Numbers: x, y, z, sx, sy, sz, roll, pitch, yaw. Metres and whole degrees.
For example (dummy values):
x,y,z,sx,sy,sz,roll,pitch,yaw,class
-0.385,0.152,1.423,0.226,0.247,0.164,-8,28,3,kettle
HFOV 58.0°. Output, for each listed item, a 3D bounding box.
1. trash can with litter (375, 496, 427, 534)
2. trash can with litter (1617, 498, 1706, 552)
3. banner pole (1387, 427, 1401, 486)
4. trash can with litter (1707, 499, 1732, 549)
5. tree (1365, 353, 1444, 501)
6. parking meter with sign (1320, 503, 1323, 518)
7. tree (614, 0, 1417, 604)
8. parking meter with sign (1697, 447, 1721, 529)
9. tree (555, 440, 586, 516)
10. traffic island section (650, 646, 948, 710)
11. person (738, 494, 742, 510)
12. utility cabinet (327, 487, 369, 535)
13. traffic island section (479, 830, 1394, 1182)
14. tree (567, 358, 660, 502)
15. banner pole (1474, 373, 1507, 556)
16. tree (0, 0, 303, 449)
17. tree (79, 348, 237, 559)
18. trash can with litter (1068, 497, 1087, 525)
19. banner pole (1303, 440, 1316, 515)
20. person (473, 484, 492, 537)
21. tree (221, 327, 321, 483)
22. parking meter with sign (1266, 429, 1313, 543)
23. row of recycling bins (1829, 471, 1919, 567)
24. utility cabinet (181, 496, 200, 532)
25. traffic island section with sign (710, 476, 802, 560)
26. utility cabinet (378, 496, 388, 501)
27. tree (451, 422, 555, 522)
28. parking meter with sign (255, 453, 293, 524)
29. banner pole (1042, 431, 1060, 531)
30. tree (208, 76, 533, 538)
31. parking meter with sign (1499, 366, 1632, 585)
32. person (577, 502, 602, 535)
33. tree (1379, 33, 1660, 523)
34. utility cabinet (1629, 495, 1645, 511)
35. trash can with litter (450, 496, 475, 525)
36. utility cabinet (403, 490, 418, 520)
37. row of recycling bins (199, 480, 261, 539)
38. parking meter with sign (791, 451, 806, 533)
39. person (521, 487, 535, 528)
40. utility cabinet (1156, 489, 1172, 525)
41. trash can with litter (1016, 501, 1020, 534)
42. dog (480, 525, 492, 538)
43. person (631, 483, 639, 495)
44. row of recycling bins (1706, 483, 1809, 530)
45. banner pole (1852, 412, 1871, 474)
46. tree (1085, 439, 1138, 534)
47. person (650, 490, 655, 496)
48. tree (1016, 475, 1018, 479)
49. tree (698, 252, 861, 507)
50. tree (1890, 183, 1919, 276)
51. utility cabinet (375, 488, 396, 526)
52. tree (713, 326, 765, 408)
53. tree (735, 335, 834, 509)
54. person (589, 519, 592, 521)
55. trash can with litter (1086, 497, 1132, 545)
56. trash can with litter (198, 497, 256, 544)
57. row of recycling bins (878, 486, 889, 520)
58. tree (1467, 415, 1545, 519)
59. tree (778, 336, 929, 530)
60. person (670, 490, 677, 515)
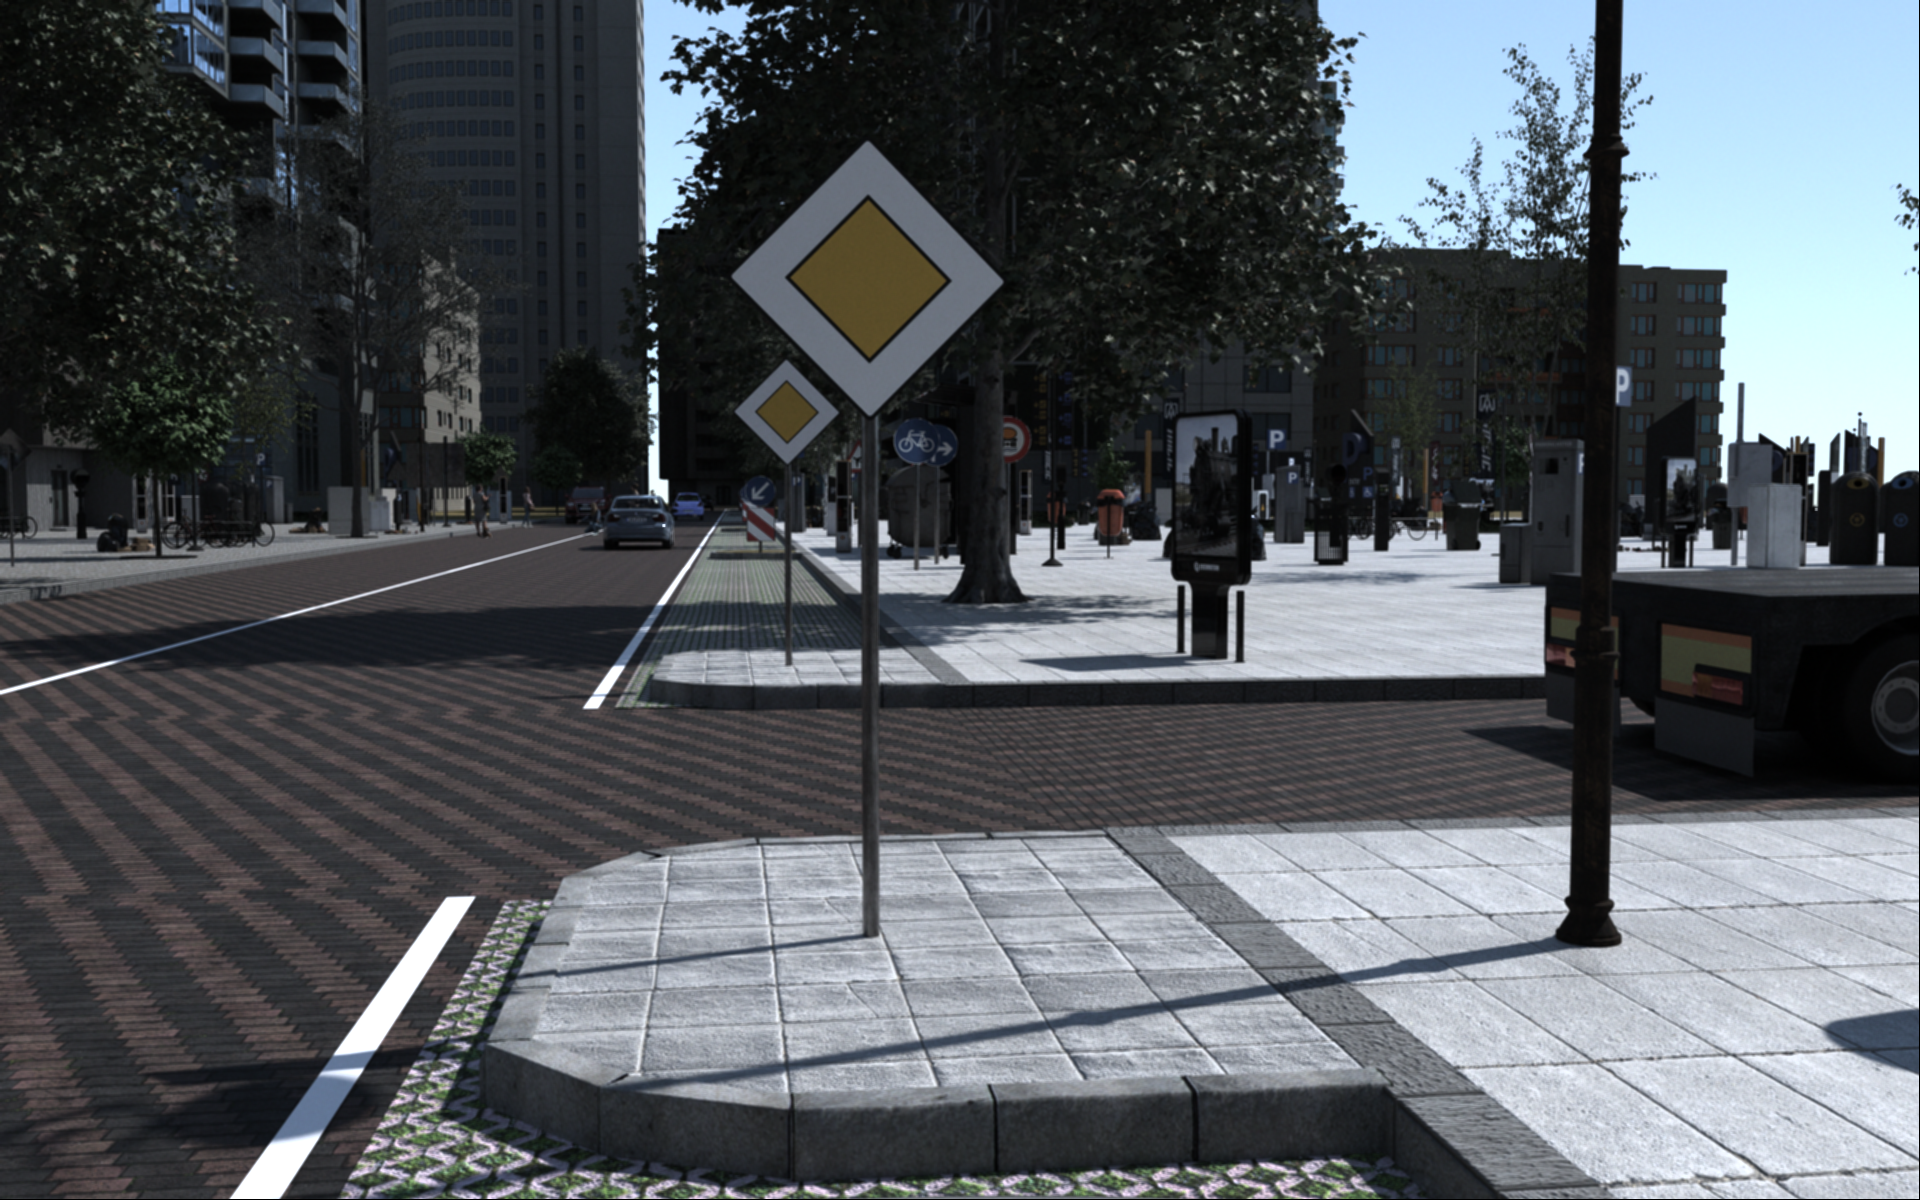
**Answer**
x,y,z,sx,sy,sz,roll,pitch,yaw,class
-18.105,-2.764,56.251,1.678,1.210,2.233,-1,4,-11,trash can with litter
15.383,-1.701,38.870,2.233,1.210,1.678,-1,4,-11,trash can with litter
16.172,-4.573,64.791,0.863,3.779,0.401,-2,4,-30,banner pole
17.793,-1.776,40.425,0.624,1.170,1.055,2,4,27,trash can with litter
23.057,-8.493,89.231,4.737,8.622,4.395,0,3,0,tree
16.499,-5.284,82.654,1.738,3.016,0.543,3,5,41,parking meter with sign
0.439,-6.314,20.237,9.611,12.733,9.660,0,3,0,tree
27.410,-4.181,64.617,1.738,3.016,0.543,2,4,24,parking meter with sign
-24.014,-7.326,103.499,4.285,4.588,4.351,0,3,0,tree
-1.261,0.570,12.969,2.009,0.180,2.903,0,4,-7,traffic island section
-18.938,-8.530,149.442,0.415,1.643,0.593,-1,4,-10,person
-19.050,-2.768,53.932,1.173,1.500,0.318,-2,4,-29,utility cabinet
-0.239,1.054,5.050,2.009,0.180,2.903,0,4,-7,traffic island section
-32.142,-15.385,158.191,9.857,13.997,8.962,0,3,0,tree
11.127,-2.822,36.160,0.401,3.779,0.863,-3,5,-42,banner pole
-14.189,-6.528,23.741,9.611,12.733,9.660,0,3,0,tree
-16.089,-3.121,34.741,4.285,4.588,4.351,0,3,0,tree
4.842,-3.663,71.284,1.055,1.170,0.624,1,4,10,trash can with litter
16.373,-5.563,80.969,0.401,3.779,0.863,-3,5,-40,banner pole
-16.036,-3.026,58.326,0.716,1.782,0.532,2,4,28,person
-26.849,-7.067,65.911,4.737,8.622,4.395,0,3,0,tree
8.638,-3.026,45.734,0.543,3.016,1.738,-1,4,-11,parking meter with sign
17.159,-1.432,30.533,1.069,1.692,3.534,-3,4,-37,row of recycling bins
-24.779,-2.766,56.385,1.020,1.237,0.306,-2,4,-26,utility cabinet
-4.549,-1.826,38.475,1.989,1.847,2.006,0,4,-7,traffic island section with sign
-20.698,-3.121,62.188,0.306,1.237,1.020,-1,4,-17,utility cabinet
-21.826,-5.844,79.261,4.285,4.588,4.351,0,3,0,tree
-29.174,-4.742,73.786,0.543,3.016,1.738,1,4,17,parking meter with sign
3.210,-4.279,59.986,0.863,3.779,0.401,1,4,17,banner pole
-17.580,-8.567,50.439,12.009,13.543,11.850,0,3,0,tree
8.439,-1.716,24.321,0.543,3.016,1.738,-3,5,-41,parking meter with sign
-12.754,-2.827,60.228,0.738,1.151,1.012,-3,5,-42,person
9.224,-4.754,28.096,4.360,8.622,3.978,0,3,0,tree
36.305,-4.977,92.528,1.020,1.237,0.306,2,4,26,utility cabinet
-20.872,-3.829,73.662,1.678,1.210,2.233,-2,4,-24,trash can with litter
-26.895,-4.668,84.999,0.318,1.500,1.173,1,4,22,utility cabinet
-21.310,-2.667,50.725,1.069,1.692,3.534,0,4,-5,row of recycling bins
-5.403,-3.767,57.852,0.543,3.016,1.738,0,4,-1,parking meter with sign
-18.584,-3.987,74.275,0.643,1.750,0.593,-3,5,-40,person
8.494,-3.746,69.929,1.173,1.500,0.318,1,4,10,utility cabinet
1.758,-2.704,55.592,1.055,1.170,0.624,2,4,32,trash can with litter
-15.608,-2.240,56.818,0.550,0.427,0.748,1,4,11,dog
-10.180,-2.760,53.962,0.374,1.781,0.599,-1,4,-19,person
28.485,-3.354,61.953,3.534,1.692,1.069,0,4,-1,row of recycling bins
27.566,-3.851,52.987,0.863,3.779,0.401,-3,5,-43,banner pole
4.743,-3.682,54.802,1.663,3.219,1.824,0,3,0,tree
-20.624,-6.530,116.068,0.445,1.727,0.742,0,4,-1,person
1.632,-4.766,72.518,1.663,3.219,1.824,0,3,0,tree
-7.719,-10.691,81.452,9.857,13.997,8.962,0,3,0,tree
20.803,-5.020,32.434,4.737,8.622,4.395,0,3,0,tree
-22.873,-3.687,68.969,0.318,1.500,1.173,0,4,8,utility cabinet
-17.400,-18.933,165.446,12.611,20.169,13.585,0,3,0,tree
-10.080,-11.423,104.894,7.486,12.596,7.792,0,3,0,tree
-19.500,-5.122,91.878,1.348,1.869,0.705,-1,4,-14,person
3.801,-1.955,43.349,0.624,1.170,1.055,3,5,43,trash can with litter
-19.394,-2.114,45.624,1.678,1.210,2.233,1,4,11,trash can with litter
-3.174,-4.909,87.372,1.069,1.692,3.534,2,4,25,row of recycling bins
22.605,-5.380,71.677,4.285,4.588,4.351,0,3,0,tree
-2.987,-5.951,47.659,4.360,8.622,3.978,0,3,0,tree
-18.853,-6.457,114.794,0.721,1.735,1.217,-3,5,-42,person
